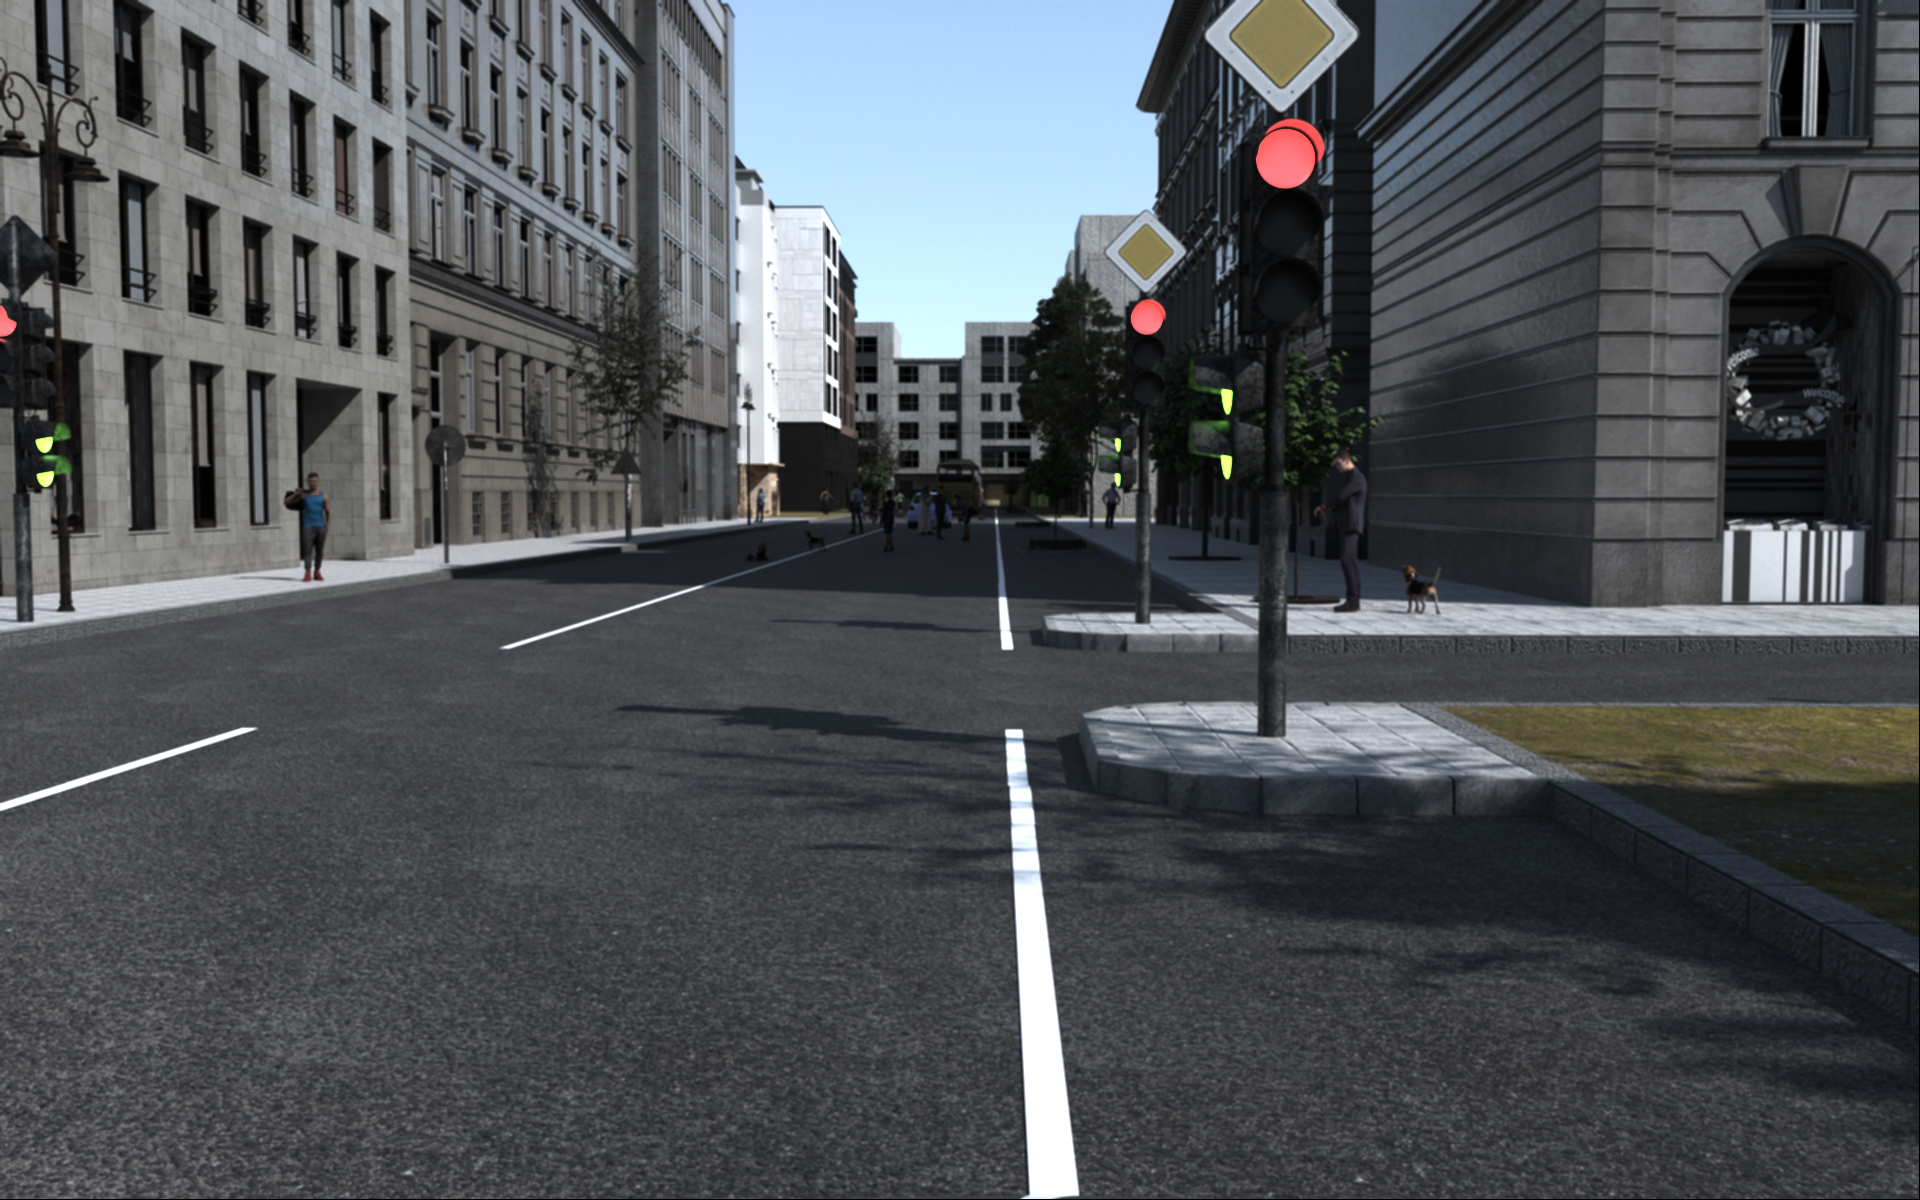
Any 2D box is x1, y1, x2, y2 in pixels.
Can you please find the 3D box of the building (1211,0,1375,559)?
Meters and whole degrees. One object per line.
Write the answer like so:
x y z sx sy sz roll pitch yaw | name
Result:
12.020 -11.804 42.147 9.793 20.994 18.267 0 4 1 | building

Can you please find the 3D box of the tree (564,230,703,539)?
-9.392 -6.037 49.069 4.360 8.622 3.978 0 3 0 | tree

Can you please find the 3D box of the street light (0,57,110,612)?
-9.781 -2.813 18.774 0.468 5.910 1.993 0 4 1 | street light

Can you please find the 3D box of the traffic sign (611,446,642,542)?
-9.010 -2.860 46.769 0.884 2.594 0.081 1 4 9 | traffic sign

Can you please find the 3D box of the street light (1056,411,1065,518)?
5.288 -7.279 91.805 0.468 5.910 1.993 0 4 1 | street light

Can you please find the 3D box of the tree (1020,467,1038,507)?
7.439 -11.347 169.237 4.285 4.588 4.351 0 3 0 | tree

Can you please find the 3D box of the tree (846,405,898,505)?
-7.405 -11.768 142.761 4.360 8.622 3.978 0 3 0 | tree

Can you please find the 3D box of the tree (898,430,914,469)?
-6.696 -12.989 162.724 4.360 8.622 3.978 0 3 0 | tree

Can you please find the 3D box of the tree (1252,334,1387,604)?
3.954 -1.595 20.674 1.663 3.219 1.824 0 3 0 | tree

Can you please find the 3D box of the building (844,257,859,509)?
-26.145 -18.974 154.199 32.646 21.610 27.936 0 4 1 | building

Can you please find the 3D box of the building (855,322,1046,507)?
0.656 -19.558 186.231 31.486 18.905 16.747 0 4 1 | building

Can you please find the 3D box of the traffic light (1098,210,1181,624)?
1.794 -1.702 17.065 0.839 4.213 0.868 0 4 1 | traffic light

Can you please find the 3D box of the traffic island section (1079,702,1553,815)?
1.675 0.800 9.194 2.009 0.180 2.903 0 4 1 | traffic island section

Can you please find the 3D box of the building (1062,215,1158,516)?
16.161 -15.401 118.268 16.747 18.905 31.486 0 4 1 | building

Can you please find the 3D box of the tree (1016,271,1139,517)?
7.016 -11.658 98.030 7.806 13.903 7.818 0 3 0 | tree

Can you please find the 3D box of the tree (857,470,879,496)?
-7.512 -8.753 137.714 1.663 3.219 1.824 0 3 0 | tree

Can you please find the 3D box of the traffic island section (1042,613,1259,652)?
1.833 0.312 17.177 2.009 0.180 2.903 0 4 1 | traffic island section

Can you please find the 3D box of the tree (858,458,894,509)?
-7.331 -10.250 151.298 4.285 4.588 4.351 0 3 0 | tree

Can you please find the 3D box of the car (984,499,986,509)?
1.518 -9.258 163.952 1.945 1.354 3.894 0 4 1 | car

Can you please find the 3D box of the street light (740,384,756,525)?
-8.753 -6.050 71.712 0.468 5.910 1.993 0 4 1 | street light

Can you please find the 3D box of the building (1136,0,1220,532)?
12.664 -13.506 71.737 10.553 20.767 40.483 0 4 1 | building

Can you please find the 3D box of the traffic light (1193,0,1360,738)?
1.635 -1.213 9.082 0.839 4.213 0.868 0 4 1 | traffic light

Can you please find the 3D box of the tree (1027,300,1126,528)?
4.708 -7.015 65.059 4.737 8.622 4.395 0 3 0 | tree

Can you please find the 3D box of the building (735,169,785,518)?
-18.478 -14.845 99.129 16.016 20.091 11.380 0 4 1 | building

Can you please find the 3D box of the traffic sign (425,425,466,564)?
-9.491 -1.948 31.948 0.768 2.556 0.104 0 4 4 | traffic sign

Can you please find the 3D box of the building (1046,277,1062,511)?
16.527 -17.330 149.806 16.747 18.905 31.486 0 4 1 | building

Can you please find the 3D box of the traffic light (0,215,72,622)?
-9.366 -1.714 17.270 0.839 4.213 0.868 0 4 1 | traffic light

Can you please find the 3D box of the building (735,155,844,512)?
-23.686 -16.953 121.162 27.936 21.610 32.646 0 4 1 | building

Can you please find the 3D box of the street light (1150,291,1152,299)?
4.267 -4.082 39.524 0.468 5.910 1.993 0 4 1 | street light

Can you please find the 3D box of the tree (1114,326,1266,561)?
4.738 -3.074 33.968 4.285 4.588 4.351 0 3 0 | tree

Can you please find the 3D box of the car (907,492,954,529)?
-1.261 -3.887 73.145 1.945 1.707 3.694 0 4 3 | car
